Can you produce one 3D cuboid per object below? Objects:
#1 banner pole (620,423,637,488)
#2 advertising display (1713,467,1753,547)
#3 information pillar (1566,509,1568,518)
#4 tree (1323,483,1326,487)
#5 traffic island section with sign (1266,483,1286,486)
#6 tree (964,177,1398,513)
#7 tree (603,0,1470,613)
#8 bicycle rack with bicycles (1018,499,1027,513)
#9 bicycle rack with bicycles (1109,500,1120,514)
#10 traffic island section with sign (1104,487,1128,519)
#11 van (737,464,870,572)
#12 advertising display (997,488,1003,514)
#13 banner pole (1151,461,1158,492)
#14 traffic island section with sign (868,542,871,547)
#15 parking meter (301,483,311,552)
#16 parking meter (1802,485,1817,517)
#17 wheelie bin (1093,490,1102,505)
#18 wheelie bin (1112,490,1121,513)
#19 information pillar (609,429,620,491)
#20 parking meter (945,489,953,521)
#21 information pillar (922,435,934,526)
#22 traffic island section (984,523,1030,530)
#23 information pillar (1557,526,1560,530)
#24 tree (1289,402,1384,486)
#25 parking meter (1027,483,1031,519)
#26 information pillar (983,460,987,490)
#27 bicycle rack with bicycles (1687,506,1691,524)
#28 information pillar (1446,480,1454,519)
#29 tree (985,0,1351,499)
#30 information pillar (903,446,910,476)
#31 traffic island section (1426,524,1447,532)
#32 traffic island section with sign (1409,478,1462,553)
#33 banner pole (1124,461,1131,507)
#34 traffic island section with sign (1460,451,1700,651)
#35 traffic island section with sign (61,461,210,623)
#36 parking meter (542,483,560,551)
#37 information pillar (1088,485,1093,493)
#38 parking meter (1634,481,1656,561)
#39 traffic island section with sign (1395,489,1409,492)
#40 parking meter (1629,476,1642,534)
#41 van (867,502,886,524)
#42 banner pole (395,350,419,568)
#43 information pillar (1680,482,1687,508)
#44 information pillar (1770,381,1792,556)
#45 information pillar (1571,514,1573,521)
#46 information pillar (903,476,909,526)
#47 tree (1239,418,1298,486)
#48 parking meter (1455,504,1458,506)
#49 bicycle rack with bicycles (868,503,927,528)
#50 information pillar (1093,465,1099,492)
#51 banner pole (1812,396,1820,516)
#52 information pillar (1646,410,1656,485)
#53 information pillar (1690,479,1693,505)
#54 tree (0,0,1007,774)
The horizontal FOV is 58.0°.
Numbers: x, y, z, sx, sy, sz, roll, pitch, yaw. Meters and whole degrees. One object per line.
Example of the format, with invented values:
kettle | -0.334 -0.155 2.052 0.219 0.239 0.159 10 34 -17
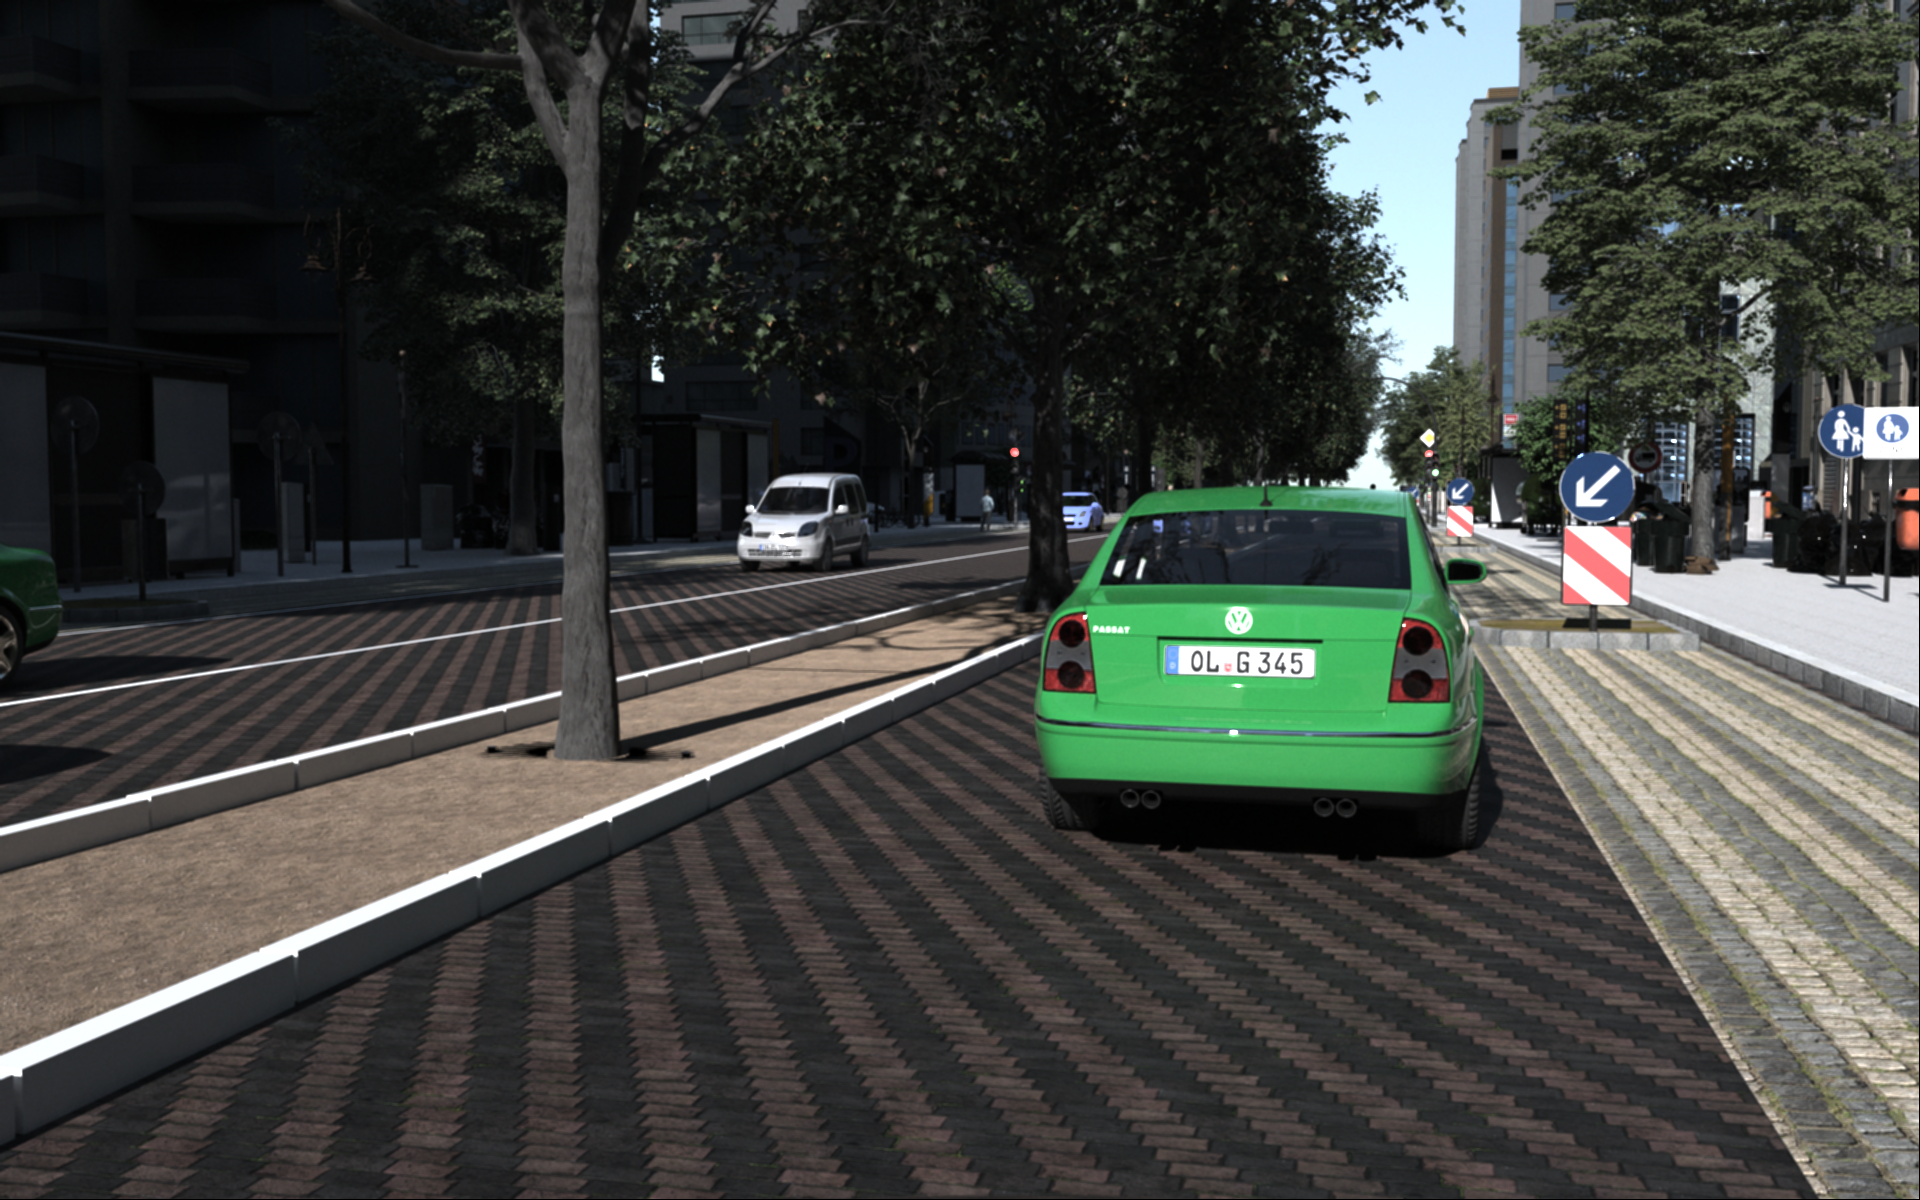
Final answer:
banner pole | -10.751 -4.050 56.235 0.863 3.779 0.401 -2 4 -29
advertising display | 18.688 -2.261 42.186 0.974 1.923 0.123 2 4 34
information pillar | 31.995 -6.137 91.695 0.504 3.616 0.183 -2 4 -24
tree | 30.844 -11.837 146.347 4.737 8.622 4.395 0 3 0
traffic island section with sign | 14.074 -4.143 75.879 2.006 1.907 1.989 1 4 13
tree | 5.286 -6.254 39.120 8.767 10.594 7.601 1 4 13
tree | 1.055 -6.192 20.699 9.611 12.733 9.660 0 3 0
bicycle rack with bicycles | 5.088 -6.309 116.531 2.925 0.926 2.852 2 4 25
bicycle rack with bicycles | 9.574 -6.131 113.624 2.852 0.926 2.925 1 4 19
traffic island section with sign | 9.411 -5.622 100.553 1.989 1.847 2.006 1 4 13
van | -2.948 -1.599 33.148 2.013 2.044 4.112 1 4 11
advertising display | 2.573 -6.393 109.747 0.123 1.923 0.974 1 4 21
banner pole | 14.603 -8.563 130.014 0.401 3.779 0.863 -3 5 -45
traffic island section with sign | -3.493 -2.336 46.826 1.989 1.847 2.006 1 4 13
parking meter | -14.587 -1.832 38.369 0.372 1.533 0.369 0 3 0
parking meter | 23.998 -2.479 48.945 0.372 1.533 0.369 0 3 0
wheelie bin | 9.449 -6.831 119.598 0.693 1.594 0.980 1 4 15
wheelie bin | 10.797 -6.818 119.379 0.693 1.594 0.980 0 4 -5
information pillar | -9.134 -3.330 45.803 0.183 3.616 0.504 1 4 14
parking meter | -0.497 -4.451 81.177 0.372 1.533 0.369 0 3 0
information pillar | -1.270 -4.749 68.997 0.504 3.616 0.183 3 5 41
traffic island section | 2.268 -2.970 70.846 2.009 0.180 2.903 1 4 13
information pillar | 21.471 -4.328 62.117 0.183 3.616 0.504 2 4 24
tree | 27.053 -13.534 130.401 9.857 13.997 8.962 0 3 0
parking meter | 3.648 -5.165 90.162 0.255 1.863 0.399 0 4 -5
information pillar | 1.628 -7.513 114.199 0.183 3.616 0.504 -2 4 -32
bicycle rack with bicycles | 31.611 -3.803 75.561 2.925 0.926 2.852 3 5 40
information pillar | 25.267 -5.187 89.296 0.304 2.012 0.304 3 4 38
tree | 3.214 -6.247 30.345 9.928 11.665 9.643 0 3 0
information pillar | -2.633 -5.754 85.433 0.183 3.616 0.504 3 5 41
traffic island section | 18.352 -2.735 66.991 2.009 0.180 2.903 1 4 13
traffic island section with sign | 12.275 -2.105 43.041 1.989 1.847 2.006 1 4 13
banner pole | 12.726 -8.638 131.245 0.401 3.779 0.863 -3 5 -44
traffic island section with sign | 5.972 -0.501 16.826 1.989 1.847 2.006 1 4 13
traffic island section with sign | -9.919 -0.703 20.115 1.989 1.847 2.006 1 4 13
parking meter | -9.202 -1.871 38.995 0.372 1.533 0.369 0 3 0
information pillar | 11.139 -8.772 147.912 0.304 2.012 0.304 0 4 -8
parking meter | 13.212 -1.529 33.416 0.372 1.533 0.369 0 3 0
traffic island section with sign | 25.123 -5.377 96.536 1.989 1.847 2.006 1 4 13
parking meter | 21.928 -3.091 56.254 0.255 1.863 0.399 2 4 35
van | -5.292 -4.216 75.950 4.112 2.044 2.013 1 4 14
banner pole | -9.632 -2.443 29.960 0.401 3.779 0.863 -1 4 -10
information pillar | 44.071 -6.175 105.460 0.304 2.012 0.304 3 5 41
information pillar | 16.929 -2.713 35.711 0.504 3.616 0.183 -2 4 -30
information pillar | 29.281 -4.770 82.485 0.304 2.012 0.304 1 4 17
information pillar | -2.099 -4.024 70.278 0.304 2.012 0.304 2 4 31
tree | 9.071 -6.227 54.632 4.360 8.622 3.978 0 3 0
parking meter | 29.866 -6.002 103.846 0.399 1.863 0.255 -2 4 -27
bicycle rack with bicycles | -2.604 -3.246 66.454 2.925 0.926 2.852 -1 4 -20
information pillar | 10.826 -8.972 138.042 0.504 3.616 0.183 0 4 2
banner pole | 21.818 -3.315 44.213 0.401 3.779 0.863 2 4 27
information pillar | 18.553 -3.376 46.555 0.183 3.616 0.504 3 4 37
information pillar | 36.760 -5.033 86.774 0.304 2.012 0.304 1 4 13
tree | -2.021 -5.893 9.175 12.009 13.543 11.850 0 3 0
